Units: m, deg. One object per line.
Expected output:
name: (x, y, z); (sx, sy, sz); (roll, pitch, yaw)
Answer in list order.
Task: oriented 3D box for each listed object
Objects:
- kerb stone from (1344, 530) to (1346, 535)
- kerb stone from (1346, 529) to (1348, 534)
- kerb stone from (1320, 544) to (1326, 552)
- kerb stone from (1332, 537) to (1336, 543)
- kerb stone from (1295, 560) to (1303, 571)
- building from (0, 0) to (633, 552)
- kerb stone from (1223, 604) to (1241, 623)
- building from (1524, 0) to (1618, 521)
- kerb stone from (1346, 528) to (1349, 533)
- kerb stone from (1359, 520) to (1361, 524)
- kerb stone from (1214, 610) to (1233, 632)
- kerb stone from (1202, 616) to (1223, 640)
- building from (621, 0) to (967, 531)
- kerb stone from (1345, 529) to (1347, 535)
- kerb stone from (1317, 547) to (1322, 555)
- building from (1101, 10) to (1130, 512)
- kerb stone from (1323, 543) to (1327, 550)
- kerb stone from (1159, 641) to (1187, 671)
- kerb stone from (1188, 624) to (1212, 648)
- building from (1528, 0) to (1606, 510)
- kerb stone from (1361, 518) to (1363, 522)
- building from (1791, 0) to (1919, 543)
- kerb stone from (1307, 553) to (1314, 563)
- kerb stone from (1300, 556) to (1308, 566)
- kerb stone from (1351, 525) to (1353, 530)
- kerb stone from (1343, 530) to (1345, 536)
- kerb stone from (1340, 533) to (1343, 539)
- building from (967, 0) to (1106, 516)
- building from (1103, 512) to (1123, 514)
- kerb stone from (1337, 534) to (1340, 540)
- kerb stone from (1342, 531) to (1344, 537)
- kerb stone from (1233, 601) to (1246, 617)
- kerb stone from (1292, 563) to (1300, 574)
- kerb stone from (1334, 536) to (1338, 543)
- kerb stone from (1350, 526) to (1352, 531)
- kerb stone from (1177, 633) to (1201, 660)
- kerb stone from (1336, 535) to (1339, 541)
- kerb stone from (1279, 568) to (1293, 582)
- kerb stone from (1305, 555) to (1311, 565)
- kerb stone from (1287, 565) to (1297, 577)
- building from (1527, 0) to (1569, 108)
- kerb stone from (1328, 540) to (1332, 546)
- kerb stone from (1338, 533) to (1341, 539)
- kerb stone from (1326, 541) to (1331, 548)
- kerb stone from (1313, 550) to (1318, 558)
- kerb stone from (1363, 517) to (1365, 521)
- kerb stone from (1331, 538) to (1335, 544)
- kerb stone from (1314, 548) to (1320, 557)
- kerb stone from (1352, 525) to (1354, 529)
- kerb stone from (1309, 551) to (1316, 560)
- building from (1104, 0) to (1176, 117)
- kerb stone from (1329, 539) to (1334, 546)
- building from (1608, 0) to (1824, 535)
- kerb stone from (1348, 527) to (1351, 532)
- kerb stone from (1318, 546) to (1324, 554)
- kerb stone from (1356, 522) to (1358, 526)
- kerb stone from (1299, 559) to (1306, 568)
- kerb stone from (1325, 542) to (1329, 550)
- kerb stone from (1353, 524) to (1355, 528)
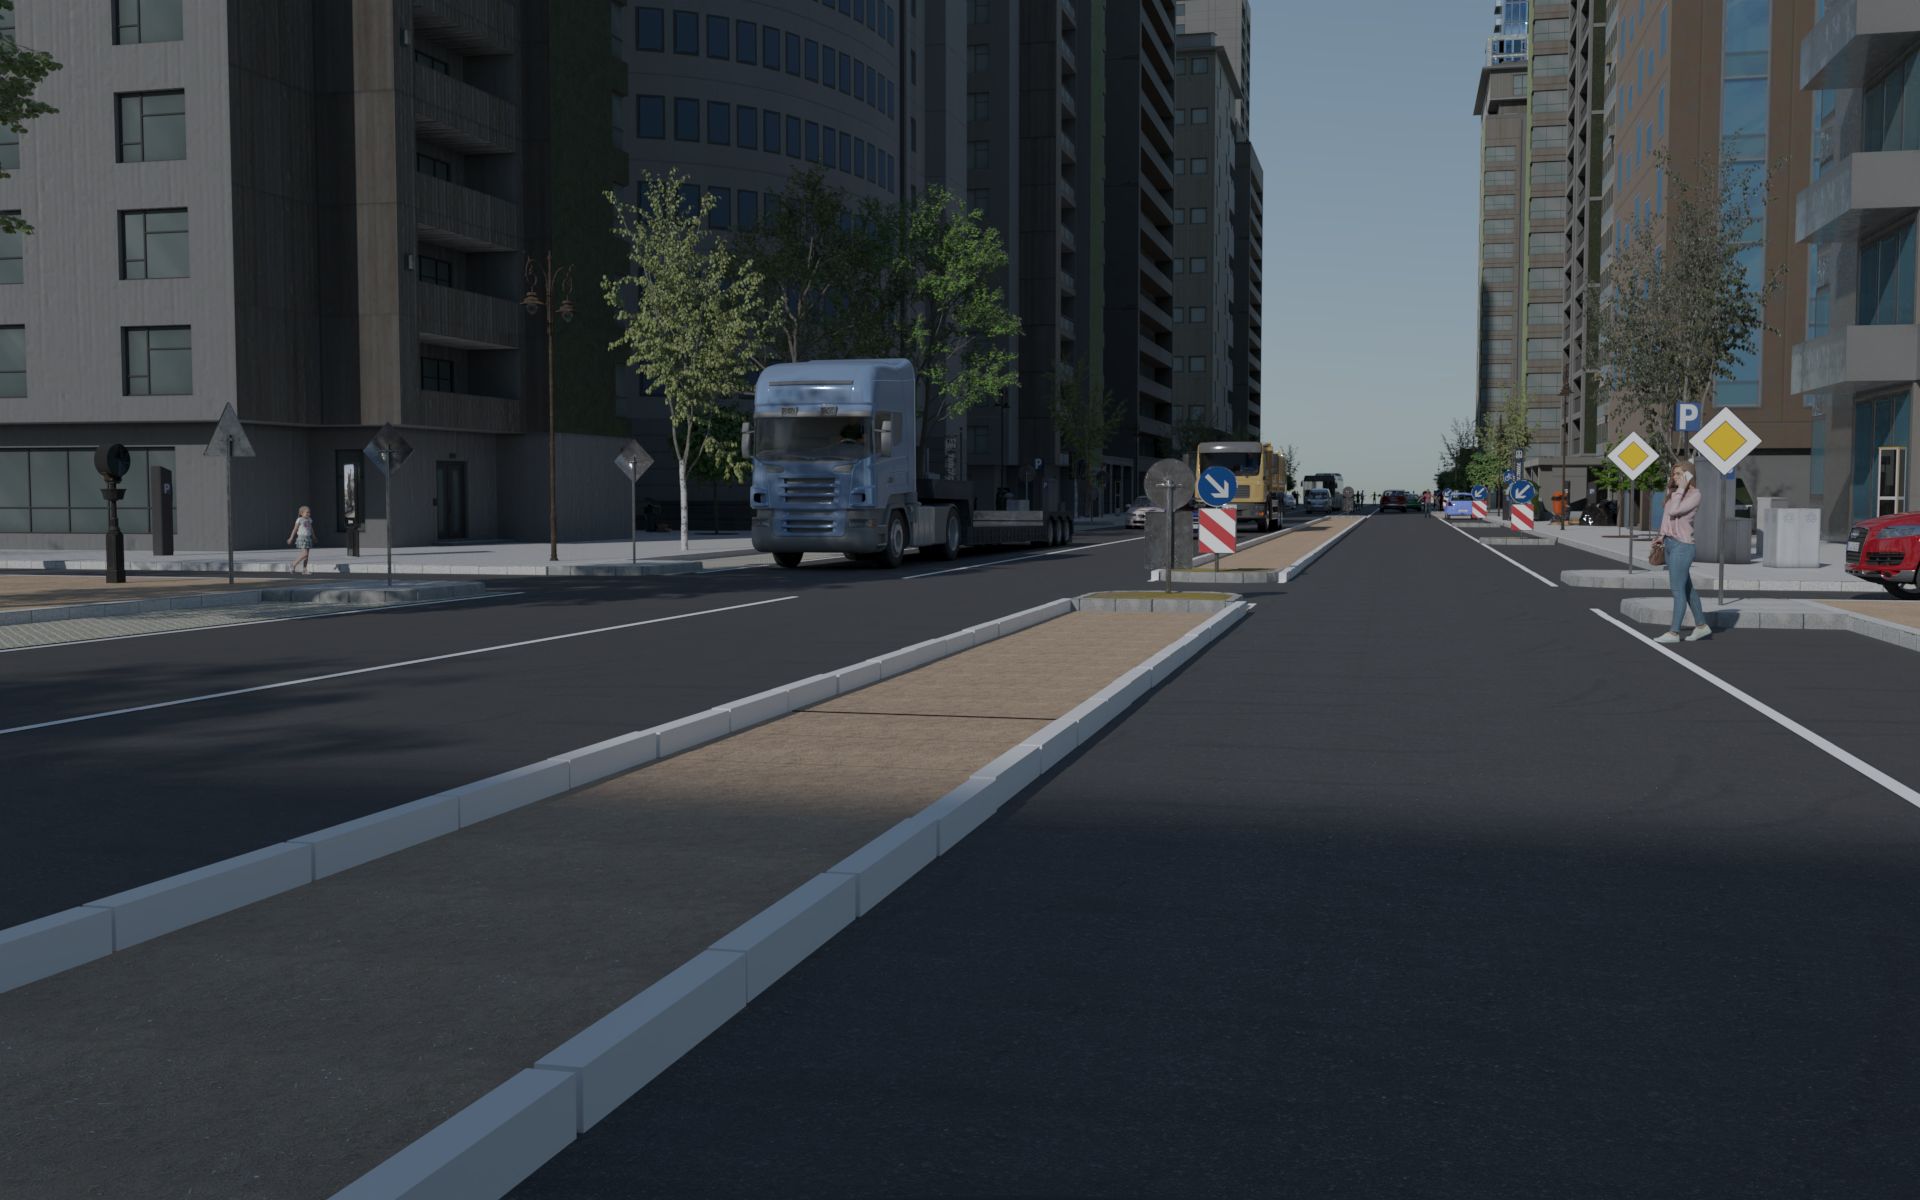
kerb stone: (12.683, -2.162, 57.566); (0.120, 0.150, 1.000); (1, 4, 14)
kerb stone: (13.185, -2.280, 59.560); (0.120, 0.150, 1.000); (1, 4, 14)
kerb stone: (8.658, -1.191, 41.670); (0.120, 0.150, 1.000); (1, 4, 14)
kerb stone: (10.419, -1.616, 48.623); (0.120, 0.150, 1.000); (1, 4, 14)
kerb stone: (6.157, -0.585, 31.752); (0.120, 0.150, 1.000); (1, 4, 14)
building: (-17.925, -16.668, 44.229); (14.160, 30.474, 14.107); (1, 4, 14)
kerb stone: (2.994, 0.178, 19.286); (0.120, 0.150, 1.000); (1, 4, 14)
building: (44.824, -23.969, 83.768); (32.217, 40.220, 23.993); (1, 4, 14)
kerb stone: (13.436, -2.346, 60.558); (0.120, 0.150, 1.000); (1, 4, 14)
kerb stone: (17.966, -3.437, 78.461); (0.120, 0.150, 1.000); (1, 4, 14)
kerb stone: (2.746, 0.239, 18.290); (0.120, 0.150, 1.000); (1, 4, 14)
kerb stone: (2.494, 0.299, 17.299); (0.120, 0.150, 1.000); (1, 4, 14)
building: (-13.274, -32.429, 72.219); (21.231, 58.520, 28.212); (1, 4, 14)
kerb stone: (12.940, -2.223, 58.566); (0.120, 0.150, 1.000); (1, 4, 14)
kerb stone: (8.162, -1.069, 39.688); (0.120, 0.150, 1.000); (1, 4, 14)
building: (10.678, -44.105, 159.373); (20.563, 71.187, 20.611); (1, 4, 14)
kerb stone: (8.905, -1.252, 42.662); (0.120, 0.150, 1.000); (1, 4, 14)
kerb stone: (1.739, 0.482, 14.320); (0.120, 0.150, 1.000); (1, 4, 14)
kerb stone: (2.236, 0.360, 16.303); (0.120, 0.150, 1.000); (1, 4, 14)
building: (48.623, -41.176, 111.476); (20.563, 71.187, 20.611); (1, 4, 14)
kerb stone: (19.471, -3.803, 84.411); (0.120, 0.150, 1.000); (1, 4, 14)
building: (34.008, -25.405, 34.974); (30.456, 49.044, 23.786); (1, 4, 14)
kerb stone: (7.156, -0.827, 35.720); (0.120, 0.150, 1.000); (1, 4, 14)
kerb stone: (6.648, -0.706, 33.741); (0.120, 0.150, 1.000); (1, 4, 14)
kerb stone: (14.695, -2.649, 65.511); (0.120, 0.150, 1.000); (1, 4, 14)
kerb stone: (12.432, -2.103, 56.575); (0.120, 0.150, 1.000); (1, 4, 14)
kerb stone: (11.682, -1.920, 53.585); (0.120, 0.150, 1.000); (1, 4, 14)
building: (0.259, -25.428, 99.344); (14.154, 41.232, 14.086); (1, 4, 14)
building: (1.183, -41.562, 117.786); (20.563, 71.187, 20.611); (1, 4, 14)
kerb stone: (11.173, -1.796, 51.598); (0.120, 0.150, 1.000); (1, 4, 14)
kerb stone: (12.179, -2.041, 55.584); (0.120, 0.150, 1.000); (1, 4, 14)
kerb stone: (3.250, 0.120, 20.278); (0.120, 0.150, 1.000); (1, 4, 14)
kerb stone: (5.911, -0.524, 30.760); (0.120, 0.150, 1.000); (1, 4, 14)
kerb stone: (10.670, -1.677, 49.617); (0.120, 0.150, 1.000); (1, 4, 14)
kerb stone: (14.447, -2.587, 64.519); (0.120, 0.150, 1.000); (1, 4, 14)
kerb stone: (1.990, 0.428, 15.311); (0.120, 0.150, 1.000); (1, 4, 14)
kerb stone: (10.919, -1.735, 50.608); (0.120, 0.150, 1.000); (1, 4, 14)
kerb stone: (5.393, -0.398, 28.779); (0.120, 0.150, 1.000); (1, 4, 14)
kerb stone: (6.900, -0.767, 34.731); (0.120, 0.150, 1.000); (1, 4, 14)
kerb stone: (5.655, -0.463, 29.770); (0.120, 0.150, 1.000); (1, 4, 14)
building: (49.616, -27.303, 130.000); (14.154, 41.232, 14.086); (1, 4, 14)
kerb stone: (9.659, -1.434, 45.636); (0.120, 0.150, 1.000); (1, 4, 14)
kerb stone: (11.421, -1.859, 52.590); (0.120, 0.150, 1.000); (1, 4, 14)
kerb stone: (9.412, -1.373, 44.645); (0.120, 0.150, 1.000); (1, 4, 14)
kerb stone: (7.652, -0.949, 37.705); (0.120, 0.150, 1.000); (1, 4, 14)
kerb stone: (20.239, -3.988, 87.398); (0.120, 0.150, 1.000); (1, 4, 14)
kerb stone: (10.164, -1.555, 47.625); (0.120, 0.150, 1.000); (1, 4, 14)
kerb stone: (7.908, -1.007, 38.695); (0.120, 0.150, 1.000); (1, 4, 14)
kerb stone: (14.947, -2.710, 66.510); (0.120, 0.150, 1.000); (1, 4, 14)
kerb stone: (7.414, -0.885, 36.711); (0.120, 0.150, 1.000); (1, 4, 14)
building: (5.356, -31.558, 139.678); (21.300, 48.544, 21.600); (1, 4, 14)
kerb stone: (9.916, -1.494, 46.628); (0.120, 0.150, 1.000); (1, 4, 14)
building: (30.385, -24.960, 58.211); (14.600, 45.320, 14.200); (1, 4, 14)
kerb stone: (13.942, -2.463, 62.539); (0.120, 0.150, 1.000); (1, 4, 14)
kerb stone: (8.408, -1.123, 40.680); (0.120, 0.150, 1.000); (1, 4, 14)
kerb stone: (16.697, -3.136, 73.473); (0.120, 0.150, 1.000); (1, 4, 14)
kerb stone: (6.398, -0.638, 32.750); (0.120, 0.150, 1.000); (1, 4, 14)
kerb stone: (9.162, -1.312, 43.651); (0.120, 0.150, 1.000); (1, 4, 14)
kerb stone: (15.451, -2.831, 68.509); (0.120, 0.150, 1.000); (1, 4, 14)
